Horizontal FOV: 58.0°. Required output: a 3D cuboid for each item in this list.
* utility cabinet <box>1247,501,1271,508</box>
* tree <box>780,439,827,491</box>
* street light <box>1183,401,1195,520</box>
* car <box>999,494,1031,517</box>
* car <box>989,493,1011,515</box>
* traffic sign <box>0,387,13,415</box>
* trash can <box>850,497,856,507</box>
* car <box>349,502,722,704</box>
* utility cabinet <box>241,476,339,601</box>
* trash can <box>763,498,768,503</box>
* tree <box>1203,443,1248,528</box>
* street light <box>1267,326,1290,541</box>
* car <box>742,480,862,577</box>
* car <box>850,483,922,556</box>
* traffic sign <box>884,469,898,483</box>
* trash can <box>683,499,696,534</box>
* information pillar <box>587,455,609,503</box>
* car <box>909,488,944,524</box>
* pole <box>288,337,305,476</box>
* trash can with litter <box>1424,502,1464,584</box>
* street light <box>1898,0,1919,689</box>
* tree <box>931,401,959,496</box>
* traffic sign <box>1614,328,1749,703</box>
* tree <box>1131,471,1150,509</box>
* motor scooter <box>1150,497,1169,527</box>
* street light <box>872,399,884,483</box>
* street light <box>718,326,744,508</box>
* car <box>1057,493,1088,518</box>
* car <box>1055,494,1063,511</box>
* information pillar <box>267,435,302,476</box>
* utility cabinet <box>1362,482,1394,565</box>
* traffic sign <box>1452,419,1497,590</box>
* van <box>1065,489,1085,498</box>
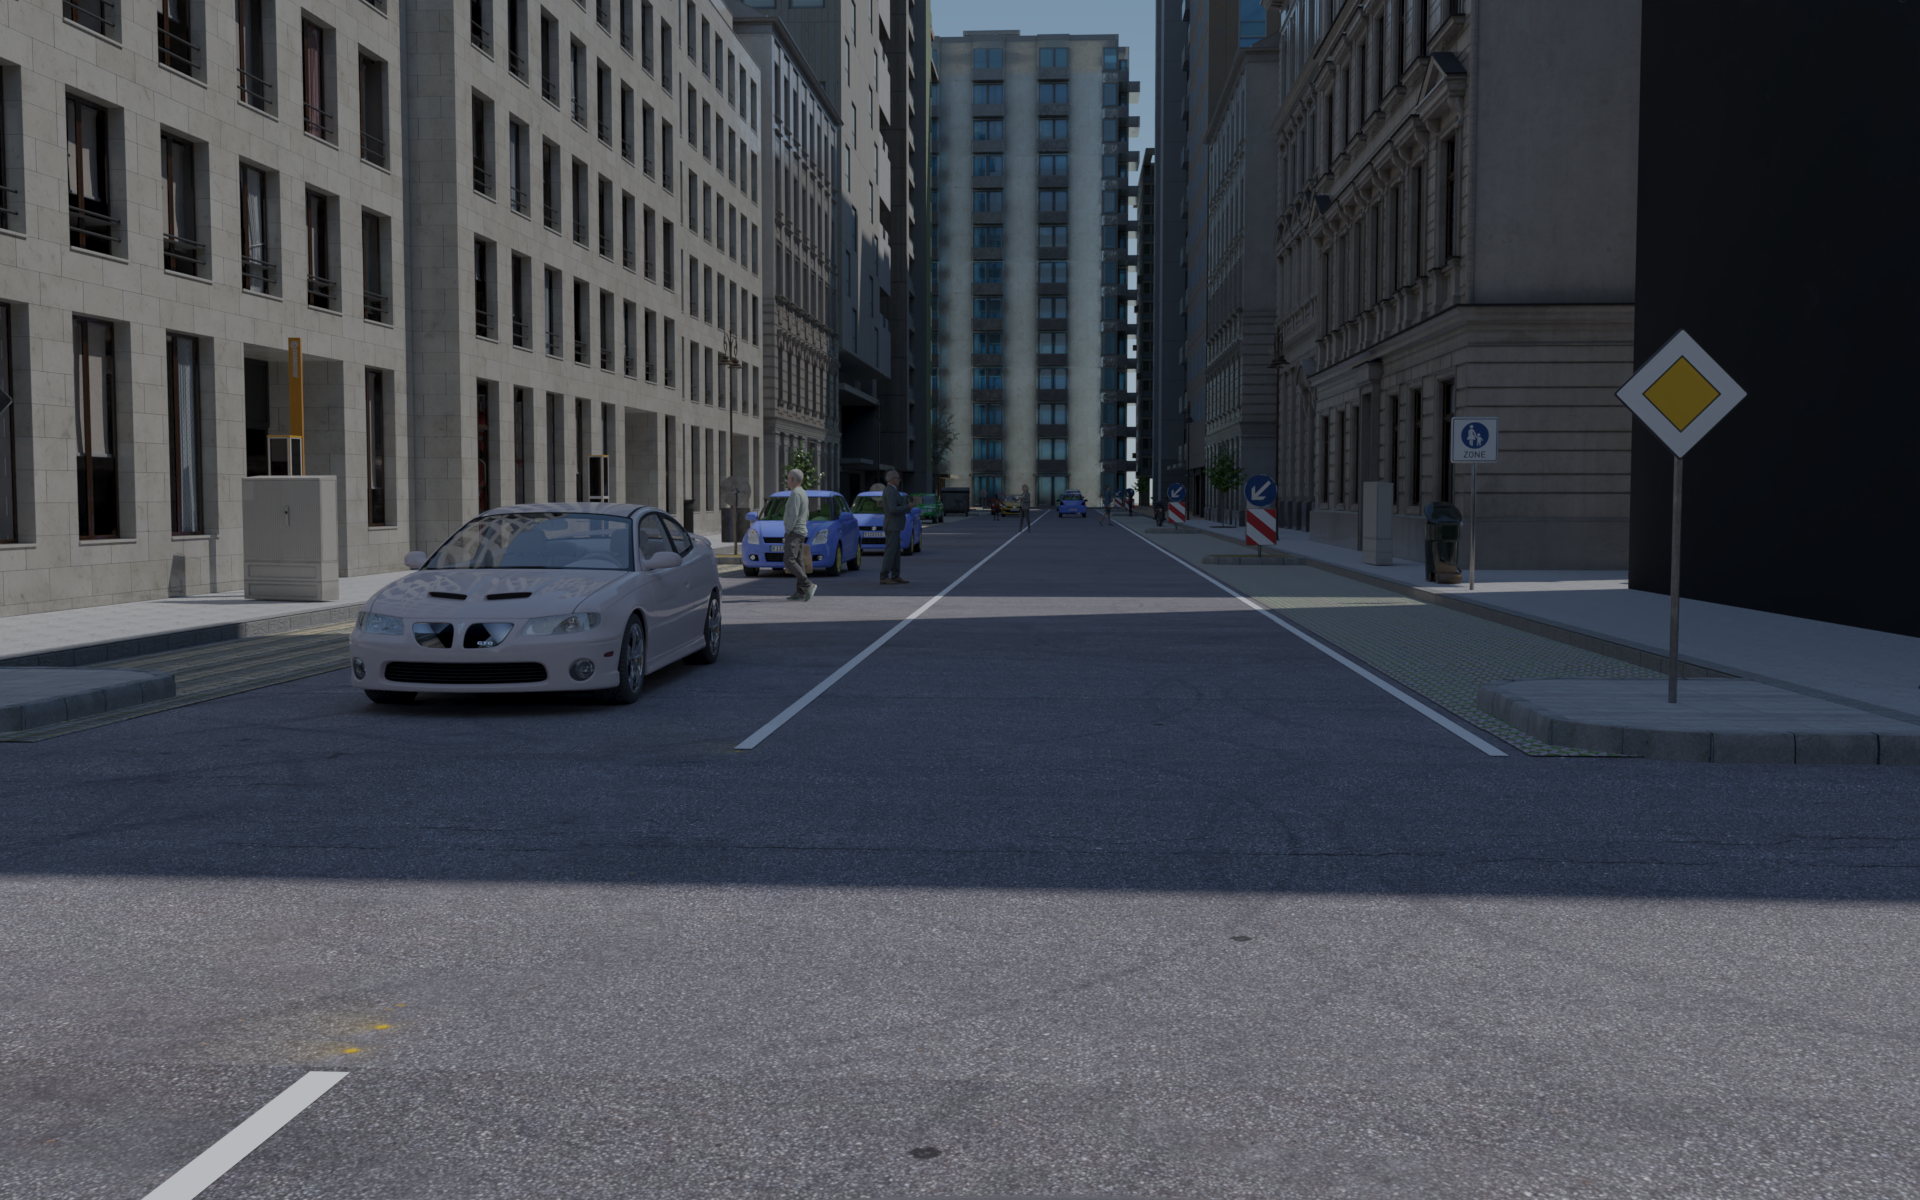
[{"bbox_3d":[8.646,-2.382,50.114,0.306,1.237,1.020,-1,4,-17],"label":"utility cabinet"},{"bbox_3d":[-5.527,-4.085,61.390,1.663,3.219,1.824,0,3,0],"label":"tree"},{"bbox_3d":[11.220,-6.866,85.049,0.468,5.910,1.993,0,4,4],"label":"street light"},{"bbox_3d":[3.464,-6.029,108.798,2.015,1.641,3.980,0,4,3],"label":"car"},{"bbox_3d":[3.068,-6.701,118.602,2.155,1.783,4.494,0,4,4],"label":"car"},{"bbox_3d":[-6.548,-0.467,11.286,0.795,2.450,0.064,0,4,4],"label":"traffic sign"},{"bbox_3d":[-5.048,-4.507,85.339,0.748,1.137,0.748,0,3,0],"label":"trash can"},{"bbox_3d":[-3.056,-0.060,13.348,2.083,1.381,4.827,0,4,3],"label":"car"},{"bbox_3d":[-8.029,-0.738,20.737,1.173,1.500,0.318,1,4,21],"label":"utility cabinet"},{"bbox_3d":[-6.303,-2.872,58.611,0.748,1.137,0.748,0,3,0],"label":"trash can"},{"bbox_3d":[10.168,-4.364,65.957,1.663,3.219,1.824,0,3,0],"label":"tree"},{"bbox_3d":[8.748,-4.584,47.736,0.468,5.910,1.993,0,4,4],"label":"street light"},{"bbox_3d":[-2.824,-1.325,31.253,1.945,1.707,3.694,0,4,5],"label":"car"},{"bbox_3d":[-1.866,-1.951,41.489,1.945,1.707,3.694,0,4,3],"label":"car"},{"bbox_3d":[-3.453,-5.294,86.663,0.768,2.556,0.104,1,4,12],"label":"traffic sign"},{"bbox_3d":[-7.517,-2.156,46.910,0.748,1.137,0.748,0,3,0],"label":"trash can"},{"bbox_3d":[-6.843,-1.732,32.812,0.304,2.012,0.304,1,4,11],"label":"information pillar"},{"bbox_3d":[-1.821,-4.627,84.447,1.959,1.807,4.718,0,4,5],"label":"car"},{"bbox_3d":[-8.672,-1.764,22.681,0.158,3.312,0.155,0,3,0],"label":"pole"},{"bbox_3d":[7.086,-0.839,25.108,0.624,1.170,1.055,0,4,3],"label":"trash can with litter"},{"bbox_3d":[6.401,-2.349,11.200,0.468,5.910,1.993,0,4,4],"label":"street light"},{"bbox_3d":[-2.066,-11.364,136.155,4.360,8.622,3.978,0,3,0],"label":"tree"},{"bbox_3d":[4.373,-0.424,10.573,0.795,2.450,0.064,0,4,4],"label":"traffic sign"},{"bbox_3d":[15.187,-9.267,146.124,1.663,3.219,1.824,0,3,0],"label":"tree"},{"bbox_3d":[8.831,-3.904,76.608,0.815,1.314,1.986,0,4,4],"label":"motor scooter"},{"bbox_3d":[-3.959,-6.814,84.201,0.468,5.910,1.993,0,4,4],"label":"street light"},{"bbox_3d":[-6.331,-4.597,47.948,0.468,5.910,1.993,0,4,4],"label":"street light"},{"bbox_3d":[6.904,-5.926,106.483,1.945,1.707,3.694,0,4,3],"label":"car"},{"bbox_3d":[8.888,-8.255,143.759,1.959,1.807,4.718,0,4,3],"label":"car"},{"bbox_3d":[-8.515,-1.064,21.893,0.304,2.012,0.304,0,4,7],"label":"information pillar"},{"bbox_3d":[7.587,-1.390,31.409,0.318,1.500,1.173,0,4,2],"label":"utility cabinet"},{"bbox_3d":[6.835,-1.281,23.068,0.606,2.300,0.079,0,4,6],"label":"traffic sign"},{"bbox_3d":[10.175,-9.087,155.586,2.013,2.044,4.112,0,4,6],"label":"van"}]
